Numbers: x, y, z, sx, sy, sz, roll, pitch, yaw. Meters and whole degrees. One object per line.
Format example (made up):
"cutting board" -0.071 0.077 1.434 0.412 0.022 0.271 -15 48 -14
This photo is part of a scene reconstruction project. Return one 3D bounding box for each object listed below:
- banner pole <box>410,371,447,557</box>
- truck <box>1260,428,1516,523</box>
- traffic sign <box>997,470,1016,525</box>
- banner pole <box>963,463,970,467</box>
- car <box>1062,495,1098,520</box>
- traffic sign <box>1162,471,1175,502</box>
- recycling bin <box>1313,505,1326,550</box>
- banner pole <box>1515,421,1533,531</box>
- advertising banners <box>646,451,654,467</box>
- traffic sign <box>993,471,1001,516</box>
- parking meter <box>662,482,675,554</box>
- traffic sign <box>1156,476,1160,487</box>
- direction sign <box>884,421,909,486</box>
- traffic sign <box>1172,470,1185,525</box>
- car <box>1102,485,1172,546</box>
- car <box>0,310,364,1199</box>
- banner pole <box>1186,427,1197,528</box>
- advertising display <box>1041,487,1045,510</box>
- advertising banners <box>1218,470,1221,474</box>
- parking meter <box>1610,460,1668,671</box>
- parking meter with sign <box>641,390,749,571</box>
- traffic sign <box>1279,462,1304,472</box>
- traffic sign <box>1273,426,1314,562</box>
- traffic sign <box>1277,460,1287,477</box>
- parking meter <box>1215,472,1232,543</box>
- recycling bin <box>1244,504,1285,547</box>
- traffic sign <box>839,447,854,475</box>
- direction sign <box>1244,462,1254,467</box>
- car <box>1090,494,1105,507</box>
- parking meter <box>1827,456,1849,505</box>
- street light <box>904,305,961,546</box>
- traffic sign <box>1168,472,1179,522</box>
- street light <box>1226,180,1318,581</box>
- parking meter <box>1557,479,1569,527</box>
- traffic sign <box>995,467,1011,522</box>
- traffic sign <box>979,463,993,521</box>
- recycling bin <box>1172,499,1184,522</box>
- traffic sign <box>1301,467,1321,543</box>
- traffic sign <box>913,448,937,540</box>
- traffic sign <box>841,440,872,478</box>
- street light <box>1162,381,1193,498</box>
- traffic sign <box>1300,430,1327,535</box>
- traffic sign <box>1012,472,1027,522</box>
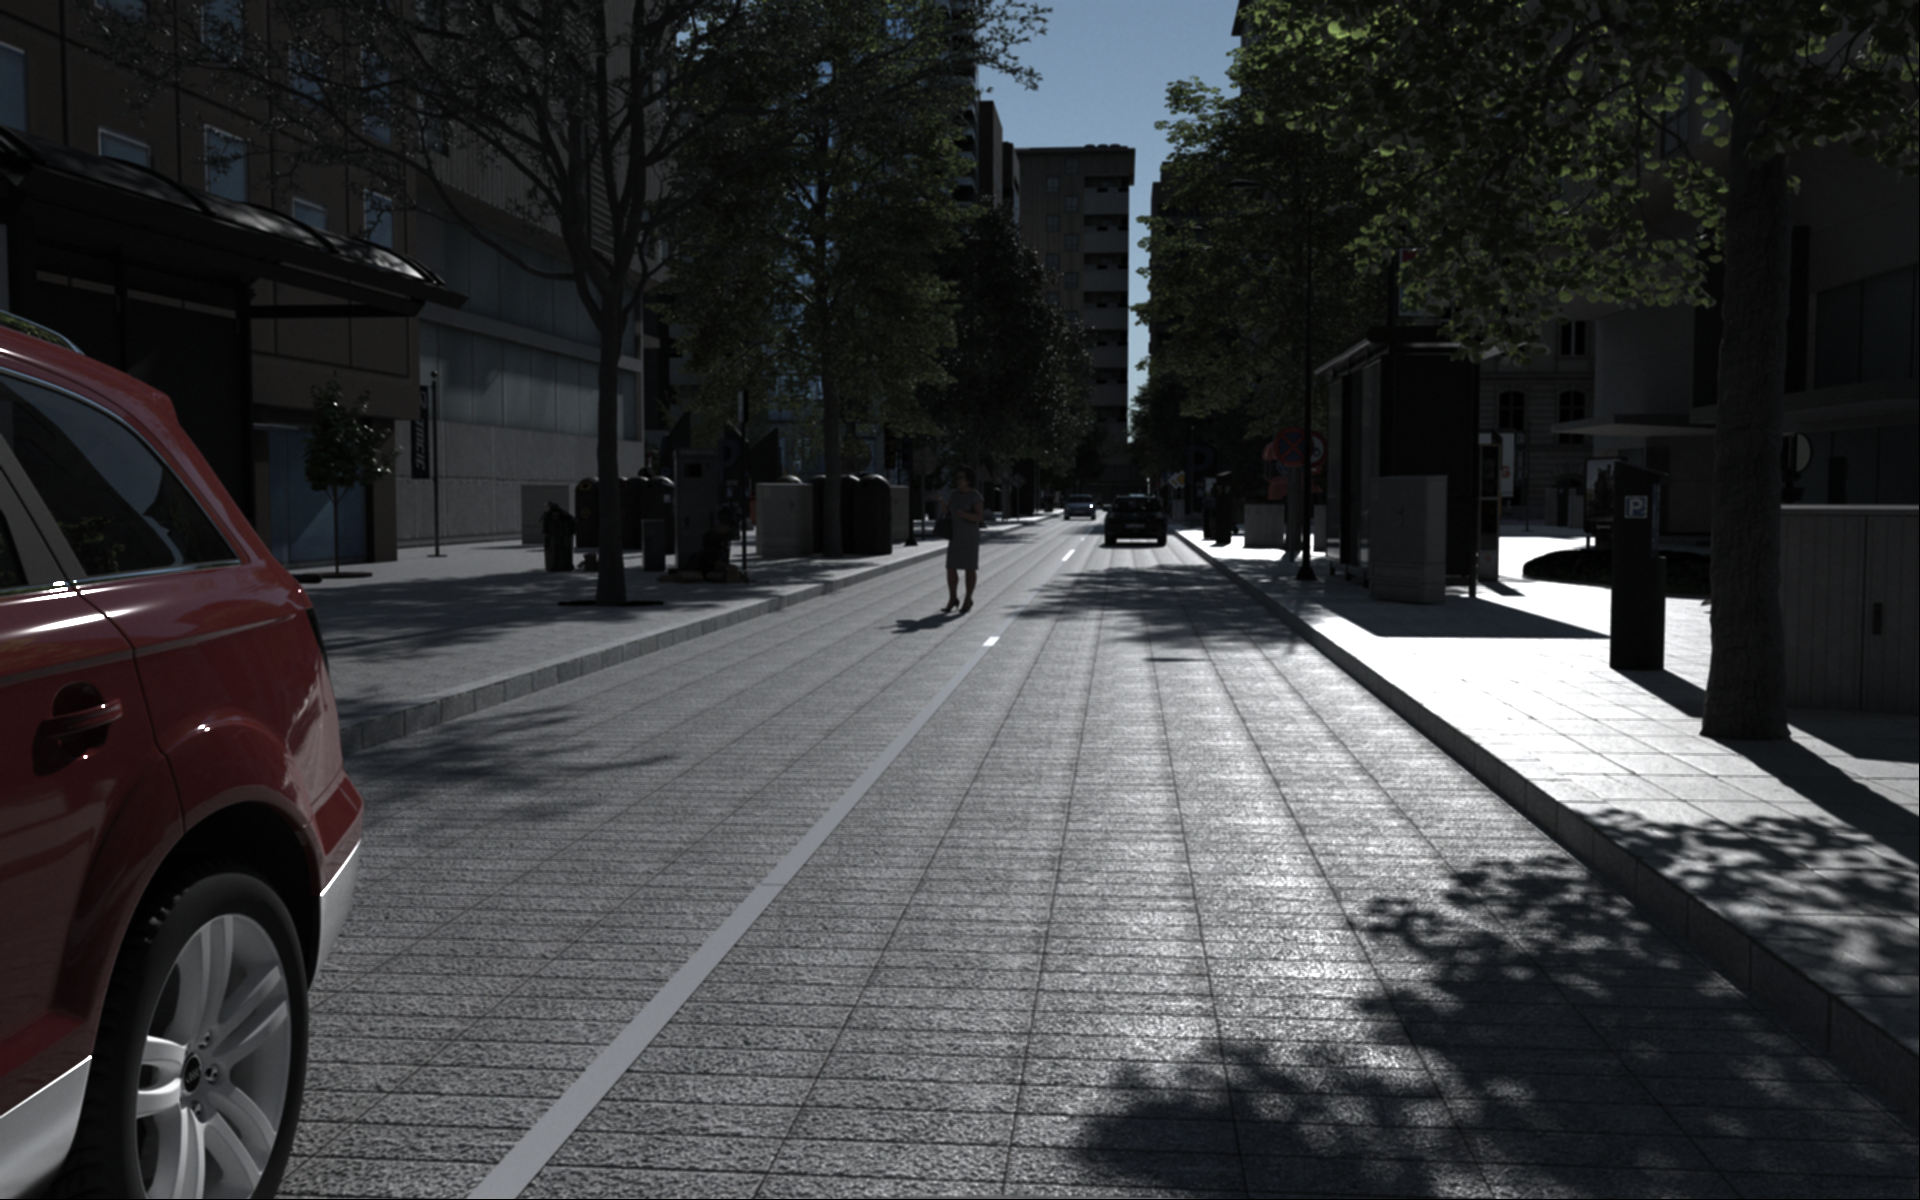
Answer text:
"banner pole" -10.845 -2.764 35.217 0.401 3.779 0.863 2 4 32
"truck" 18.100 -5.286 75.344 11.283 4.237 2.839 0 4 6
"traffic sign" 1.941 -4.190 72.142 0.795 2.450 0.064 0 4 5
"banner pole" 0.382 -5.559 80.905 0.863 3.779 0.401 0 4 6
"car" 6.750 -5.210 97.182 2.014 1.417 4.499 0 4 5
"traffic sign" 11.407 -5.767 94.395 0.768 2.556 0.104 1 4 12
"recycling bin" 8.668 -1.680 40.025 0.722 1.027 0.722 -2 4 -31
"banner pole" 19.432 -4.264 59.733 0.401 3.779 0.863 -2 4 -24
"advertising banners" -12.924 -4.513 69.982 0.090 3.025 2.074 1 4 23
"traffic sign" 1.900 -6.056 99.017 0.884 2.594 0.081 1 4 10
"parking meter" -6.165 -1.749 37.001 0.372 1.533 0.369 0 3 0
"traffic sign" 14.225 -7.491 122.576 0.768 2.556 0.104 1 4 14
"direction sign" -1.911 -3.788 53.929 0.876 3.537 0.379 -1 4 -9
"traffic sign" 9.151 -4.147 71.444 0.795 2.450 0.064 0 4 5
"car" 5.046 -2.426 49.457 2.009 1.686 4.222 0 4 7
"car" -2.412 0.429 1.662 2.281 1.827 5.304 0 4 3
"banner pole" 8.746 -4.603 65.282 0.401 3.779 0.863 0 4 6
"advertising display" 6.678 -8.200 139.286 0.123 1.923 0.974 -1 4 -11
"advertising banners" 18.795 -8.004 127.058 0.090 3.025 2.074 0 4 -8
"parking meter" 4.986 -0.263 12.718 0.372 1.533 0.369 0 3 0
"parking meter with sign" -4.435 -1.999 28.953 1.738 3.016 0.543 -1 4 -17
"traffic sign" 8.584 -2.718 44.542 0.768 2.556 0.104 1 4 14
"traffic sign" 6.257 -1.985 32.566 0.768 2.556 0.104 1 4 9
"traffic sign" 9.775 -3.137 51.398 0.768 2.556 0.104 0 4 6
"parking meter" 6.864 -2.410 45.117 0.399 1.863 0.255 -3 5 -39
"recycling bin" 7.469 -1.832 42.509 0.722 1.027 0.722 -2 4 -33
"traffic sign" -2.978 -2.777 45.505 0.768 2.556 0.104 1 4 11
"direction sign" 20.442 -7.998 122.772 0.379 3.537 0.876 -3 5 -40
"car" 14.558 -10.768 186.281 2.015 1.641 3.980 0 4 6
"parking meter" 13.699 -1.305 27.054 0.255 1.863 0.399 2 4 31
"street light" -0.675 -4.298 42.815 1.470 5.913 1.316 0 4 5
"traffic sign" 9.900 -4.633 79.394 0.795 2.450 0.064 0 4 5
"street light" 4.630 -3.255 25.756 1.470 5.913 1.316 0 4 5
"parking meter" 23.650 -3.806 67.938 0.255 1.863 0.399 -2 4 -31
"traffic sign" 1.999 -4.930 80.716 0.768 2.556 0.104 1 4 12
"traffic sign" 0.955 -4.433 72.484 0.884 2.594 0.081 1 4 13
"recycling bin" 10.383 -4.194 81.128 0.722 1.027 0.722 1 4 21
"traffic sign" 9.037 -2.784 45.518 0.884 2.594 0.081 1 4 13
"traffic sign" -1.026 -2.941 48.190 0.768 2.556 0.104 0 4 6
"traffic sign" -2.443 -2.485 40.734 0.768 2.556 0.104 1 4 14
"street light" 9.023 -6.047 71.407 1.470 5.913 1.316 0 4 5
"traffic sign" 6.967 -2.108 34.576 0.768 2.556 0.104 1 4 8
"traffic sign" 2.690 -4.676 80.092 0.795 2.450 0.064 0 4 5
